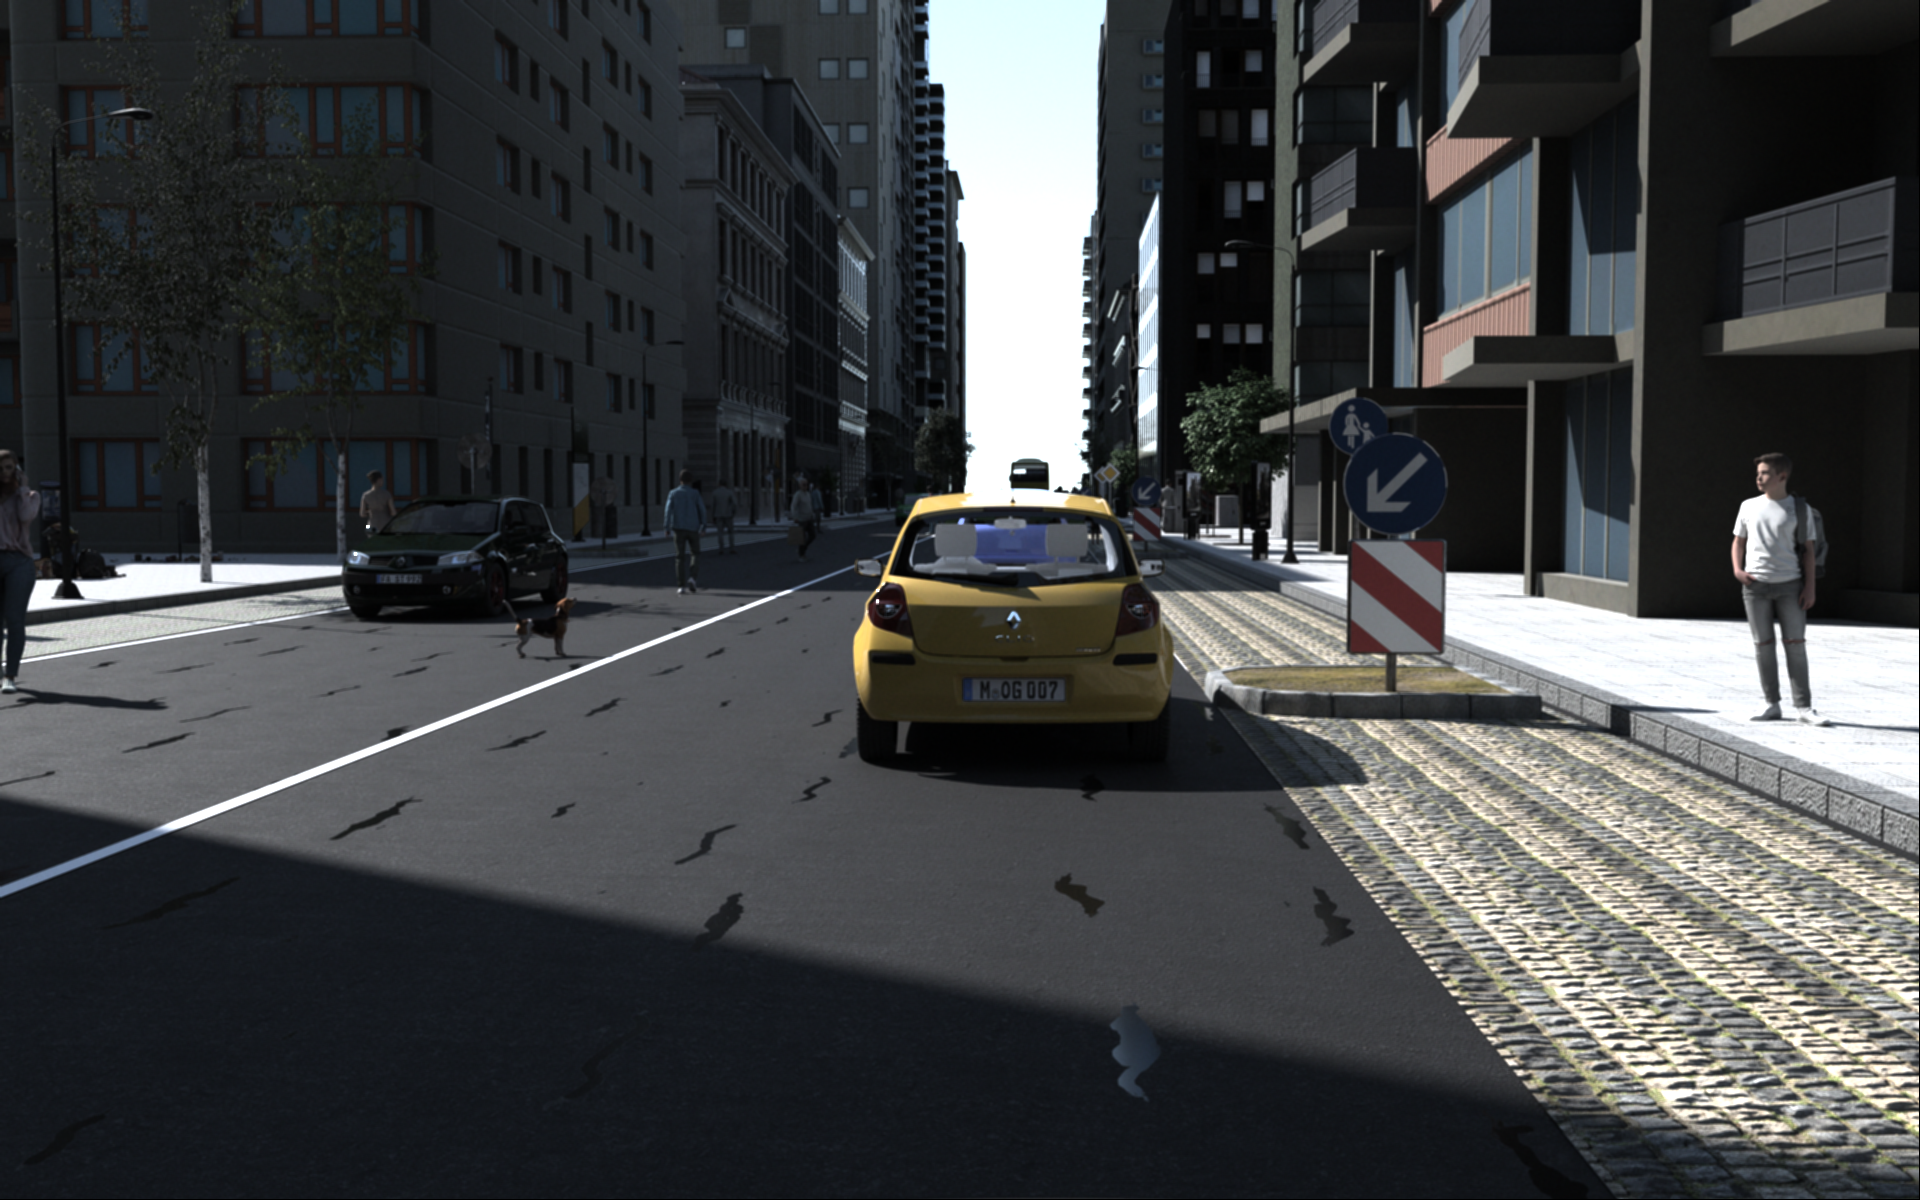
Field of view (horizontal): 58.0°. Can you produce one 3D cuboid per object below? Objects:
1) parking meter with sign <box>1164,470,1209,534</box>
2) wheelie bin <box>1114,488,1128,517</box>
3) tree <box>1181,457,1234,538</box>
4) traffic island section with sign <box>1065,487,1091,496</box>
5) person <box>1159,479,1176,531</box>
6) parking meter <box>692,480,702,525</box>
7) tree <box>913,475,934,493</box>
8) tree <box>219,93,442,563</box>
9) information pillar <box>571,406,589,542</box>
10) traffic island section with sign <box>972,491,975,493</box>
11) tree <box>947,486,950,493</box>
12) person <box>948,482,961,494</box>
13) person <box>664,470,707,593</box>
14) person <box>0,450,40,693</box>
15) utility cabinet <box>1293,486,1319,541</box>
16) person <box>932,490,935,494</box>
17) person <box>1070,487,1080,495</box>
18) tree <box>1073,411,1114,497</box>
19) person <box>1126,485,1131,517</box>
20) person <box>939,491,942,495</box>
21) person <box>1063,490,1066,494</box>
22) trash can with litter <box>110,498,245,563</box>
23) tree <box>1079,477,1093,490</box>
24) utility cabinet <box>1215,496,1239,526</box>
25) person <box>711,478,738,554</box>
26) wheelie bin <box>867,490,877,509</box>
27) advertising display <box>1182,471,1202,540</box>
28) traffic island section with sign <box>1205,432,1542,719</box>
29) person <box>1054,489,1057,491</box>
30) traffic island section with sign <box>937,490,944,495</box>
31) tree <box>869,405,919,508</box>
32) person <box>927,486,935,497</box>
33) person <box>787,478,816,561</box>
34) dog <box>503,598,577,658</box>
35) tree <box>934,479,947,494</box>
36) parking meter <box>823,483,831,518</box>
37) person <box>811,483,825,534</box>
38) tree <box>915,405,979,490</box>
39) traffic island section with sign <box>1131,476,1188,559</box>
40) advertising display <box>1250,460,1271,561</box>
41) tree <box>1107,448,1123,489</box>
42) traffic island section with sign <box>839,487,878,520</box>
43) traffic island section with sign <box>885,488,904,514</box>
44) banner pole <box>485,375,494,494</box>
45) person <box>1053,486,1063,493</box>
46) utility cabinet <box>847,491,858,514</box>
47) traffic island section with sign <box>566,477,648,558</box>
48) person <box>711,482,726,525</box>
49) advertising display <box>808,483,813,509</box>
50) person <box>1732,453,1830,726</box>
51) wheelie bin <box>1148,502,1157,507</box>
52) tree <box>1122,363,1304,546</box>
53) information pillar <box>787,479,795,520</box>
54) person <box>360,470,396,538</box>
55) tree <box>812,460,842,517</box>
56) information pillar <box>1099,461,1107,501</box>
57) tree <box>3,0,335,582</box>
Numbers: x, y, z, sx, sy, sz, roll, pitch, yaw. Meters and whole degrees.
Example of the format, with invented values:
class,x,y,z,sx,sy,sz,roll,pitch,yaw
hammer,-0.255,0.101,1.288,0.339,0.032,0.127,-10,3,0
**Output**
class,x,y,z,sx,sy,sz,roll,pitch,yaw
parking meter with sign,7.378,-3.661,56.121,0.543,3.016,1.738,-3,5,-43
wheelie bin,9.067,-5.454,97.086,0.693,1.594,0.980,-2,4,-35
tree,7.632,-3.475,51.415,1.663,3.219,1.824,0,3,0
traffic island section with sign,7.999,-6.891,121.303,1.989,1.847,2.006,0,4,3
person,7.142,-3.256,59.557,0.678,1.792,0.850,1,4,22
parking meter,-10.967,-4.060,72.090,0.399,1.863,0.255,0,4,-4
tree,-3.785,-10.762,170.558,1.663,3.219,1.824,0,3,0
tree,-11.616,-5.005,32.202,4.737,8.622,4.395,0,3,0
information pillar,-10.197,-3.372,46.485,0.183,3.616,0.504,3,5,42
traffic island section with sign,3.442,-16.684,281.416,1.989,1.847,2.006,0,4,3
tree,-2.141,-14.428,230.494,1.663,3.219,1.824,0,3,0
person,-0.151,-2.894,55.820,0.555,1.821,0.388,-1,4,-17
person,-3.957,-0.988,24.998,0.601,1.785,0.444,0,4,-7
person,-7.007,-0.219,12.669,0.593,1.750,0.643,-1,4,-11
utility cabinet,9.422,-2.299,46.270,1.173,1.500,0.318,0,4,7
person,-3.143,-11.791,199.338,0.721,1.766,1.217,-2,4,-31
person,5.601,-4.651,84.713,0.661,1.801,0.590,2,4,24
tree,11.828,-12.285,151.221,4.360,8.622,3.978,0,3,0
person,9.035,-5.394,94.473,0.529,1.795,0.600,2,4,30
person,-1.846,-8.756,152.385,0.721,1.736,1.217,-2,4,-27
person,9.995,-9.637,166.075,1.348,1.823,0.705,2,4,25
trash can with litter,-14.988,-1.344,33.031,2.233,1.210,1.678,0,4,-3
tree,14.671,-12.685,201.996,1.663,3.219,1.824,0,3,0
utility cabinet,10.893,-3.624,70.414,1.020,1.237,0.306,-2,4,-25
person,-5.650,-2.015,41.538,0.635,1.810,0.391,-1,4,-9
wheelie bin,-7.440,-8.484,146.618,0.980,1.594,0.693,1,4,19
advertising display,6.539,-2.665,48.790,0.123,1.923,0.974,2,4,34
traffic island section with sign,2.732,-0.202,11.928,1.989,1.847,2.006,0,4,3
person,5.700,-5.729,103.005,0.563,1.720,0.643,-1,4,-10
traffic island section with sign,-1.858,-9.938,171.111,1.989,1.847,2.006,0,4,3
tree,-5.673,-11.805,143.379,4.360,8.622,3.978,0,3,0
person,-0.964,-3.176,61.268,0.643,1.720,0.563,1,4,11
person,-3.419,-1.715,37.027,0.515,1.767,0.782,2,4,29
dog,-3.701,0.244,15.301,0.406,0.507,0.540,1,4,23
tree,-2.610,-12.765,203.315,1.663,3.219,1.824,0,3,0
parking meter,-7.149,-5.364,93.407,0.399,1.863,0.255,-1,4,-18
person,-5.192,-3.283,62.044,0.748,1.841,0.638,-1,4,-21
tree,-2.433,-18.691,222.603,9.611,12.733,9.660,0,3,0
traffic island section with sign,4.033,-1.849,38.852,1.989,1.847,2.006,0,4,3
advertising display,5.841,-1.739,33.647,0.123,1.923,0.974,2,4,26
tree,10.628,-7.541,107.004,4.285,4.588,4.351,0,3,0
traffic island section with sign,-5.520,-5.271,94.806,1.989,1.847,2.006,0,4,3
traffic island section with sign,-4.218,-6.928,121.897,1.989,1.847,2.006,0,4,3
banner pole,-9.987,-2.859,36.769,0.401,3.779,0.863,-2,4,-25
person,4.208,-4.086,75.578,0.793,1.790,0.793,-1,4,-12
utility cabinet,-6.854,-6.262,111.062,0.318,1.500,1.173,-2,4,-31
traffic island section with sign,-8.182,-1.881,39.375,1.989,1.847,2.006,0,4,3
person,-9.931,-4.006,71.644,0.767,1.812,0.694,0,4,5
advertising display,-8.623,-5.797,100.002,0.123,1.923,0.974,0,4,8
person,4.639,-0.069,9.760,0.503,1.515,0.523,0,4,6
wheelie bin,8.532,-4.313,78.426,0.693,1.594,0.980,3,5,40
tree,7.189,-3.673,43.776,4.285,4.588,4.351,0,3,0
information pillar,-8.249,-4.910,84.776,0.304,2.012,0.304,1,4,17
person,-8.574,-1.033,25.734,0.599,1.781,0.374,-1,4,-11
tree,-7.464,-6.357,98.535,1.663,3.219,1.824,0,3,0
information pillar,10.694,-8.425,129.103,0.504,3.616,0.183,-1,4,-21
tree,-11.195,-4.557,24.870,4.360,8.622,3.978,0,3,0
